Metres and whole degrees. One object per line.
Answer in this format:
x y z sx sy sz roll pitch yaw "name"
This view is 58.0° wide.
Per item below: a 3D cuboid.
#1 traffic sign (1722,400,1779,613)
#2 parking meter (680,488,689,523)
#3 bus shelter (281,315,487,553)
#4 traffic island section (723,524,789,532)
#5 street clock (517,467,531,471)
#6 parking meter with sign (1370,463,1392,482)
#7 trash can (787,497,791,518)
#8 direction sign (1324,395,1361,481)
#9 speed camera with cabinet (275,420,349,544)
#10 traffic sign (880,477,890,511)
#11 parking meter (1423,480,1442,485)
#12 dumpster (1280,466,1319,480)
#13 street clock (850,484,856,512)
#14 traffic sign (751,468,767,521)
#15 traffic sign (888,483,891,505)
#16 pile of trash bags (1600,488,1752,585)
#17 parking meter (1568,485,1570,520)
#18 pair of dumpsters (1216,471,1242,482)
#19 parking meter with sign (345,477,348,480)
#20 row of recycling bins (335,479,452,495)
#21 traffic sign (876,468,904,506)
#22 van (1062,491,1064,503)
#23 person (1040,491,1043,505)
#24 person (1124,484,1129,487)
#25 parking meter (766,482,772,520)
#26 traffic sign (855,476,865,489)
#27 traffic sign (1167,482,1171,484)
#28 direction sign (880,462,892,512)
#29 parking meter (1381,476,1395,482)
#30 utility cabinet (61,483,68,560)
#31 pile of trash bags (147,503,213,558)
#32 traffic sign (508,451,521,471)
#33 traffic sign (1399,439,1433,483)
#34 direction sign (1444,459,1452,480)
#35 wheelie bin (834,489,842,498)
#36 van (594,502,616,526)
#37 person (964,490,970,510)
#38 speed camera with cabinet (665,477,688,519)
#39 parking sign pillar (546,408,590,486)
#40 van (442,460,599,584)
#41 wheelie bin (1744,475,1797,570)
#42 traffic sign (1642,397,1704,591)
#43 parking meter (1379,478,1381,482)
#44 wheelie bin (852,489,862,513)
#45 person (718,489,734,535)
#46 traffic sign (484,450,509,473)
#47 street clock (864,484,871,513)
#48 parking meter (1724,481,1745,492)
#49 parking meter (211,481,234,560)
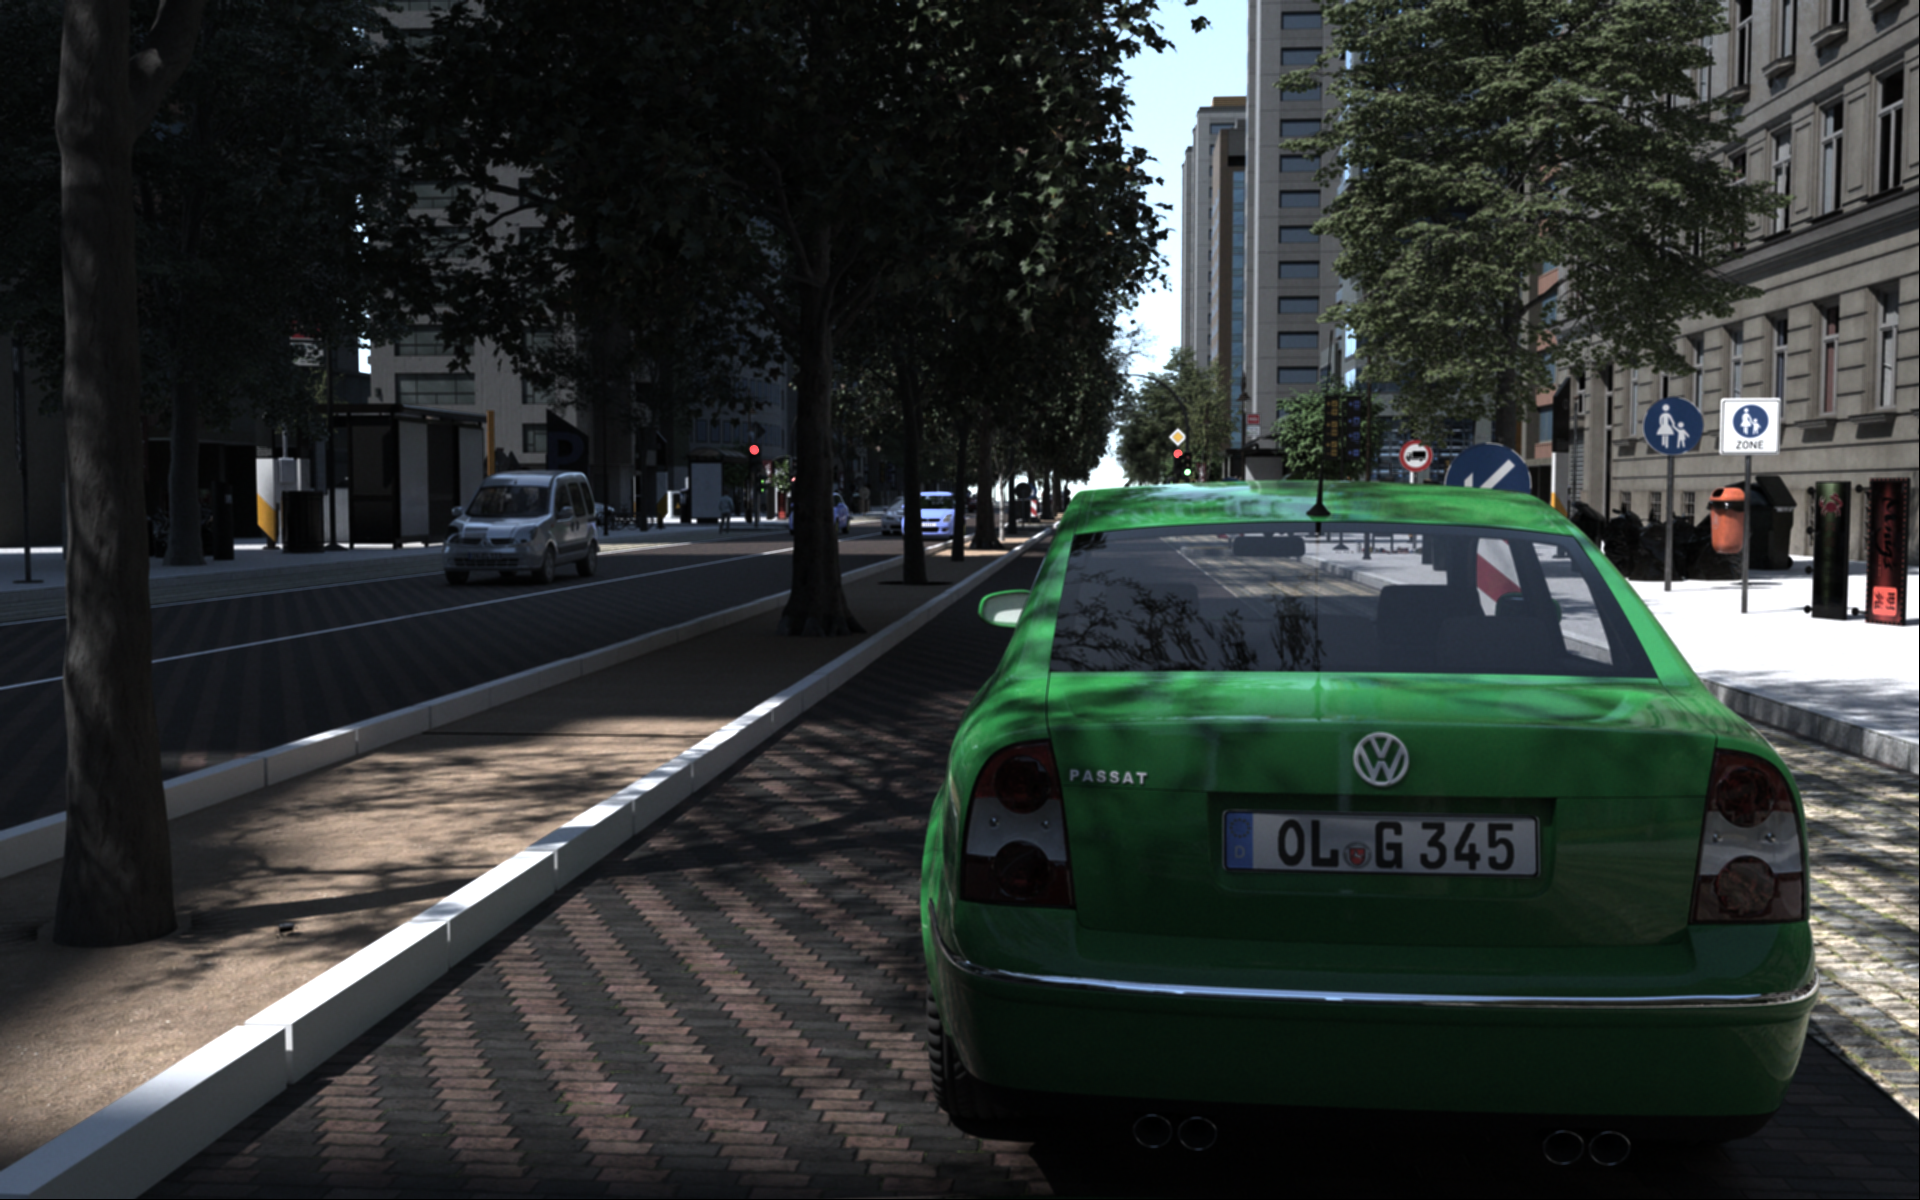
8.445 -1.006 18.582 0.606 2.300 0.079 0 4 8 "traffic sign"
-12.214 -4.180 76.751 0.372 1.533 0.369 0 3 0 "parking meter"
-13.770 -3.911 41.582 2.179 5.291 8.768 0 4 5 "bus shelter"
-7.893 -2.733 66.964 2.009 0.180 2.903 0 4 5 "traffic island section"
-11.711 -2.571 46.608 0.471 2.002 0.358 -1 4 -17 "street clock"
23.191 -6.143 96.698 1.738 3.016 0.543 1 4 17 "parking meter with sign"
-8.728 -4.822 90.497 0.748 1.137 0.748 0 3 0 "trash can"
8.790 -2.927 39.851 0.876 3.537 0.379 -1 4 -11 "direction sign"
-16.864 -3.094 44.920 2.038 3.252 0.660 -3 5 -42 "speed camera with cabinet"
-5.501 -7.750 126.812 0.768 2.556 0.104 1 4 14 "traffic sign"
8.644 -1.421 31.641 0.372 1.533 0.369 0 3 0 "parking meter"
10.499 -3.105 53.265 1.502 2.255 1.985 0 4 4 "dumpster"
-7.811 -7.438 126.188 0.358 2.002 0.471 -3 4 -36 "street clock"
-9.399 -4.948 81.006 0.768 2.556 0.104 1 4 10 "traffic sign"
-5.164 -7.871 128.798 0.768 2.556 0.104 0 4 5 "traffic sign"
10.821 -0.979 25.755 1.912 1.369 3.447 0 3 0 "pile of trash bags"
16.926 -2.460 48.632 0.372 1.533 0.369 0 3 0 "parking meter"
11.859 -4.503 76.115 1.574 2.255 4.437 0 4 5 "pair of dumpsters"
-27.824 -5.090 79.485 1.738 3.016 0.543 3 5 42 "parking meter with sign"
-15.671 -2.534 48.537 3.534 1.692 1.069 -2 4 -32 "row of recycling bins"
-5.355 -8.571 134.009 2.265 3.308 0.079 1 4 10 "traffic sign"
12.659 -13.194 222.724 2.013 2.044 4.112 0 4 3 "van"
11.391 -14.005 237.420 1.348 1.831 0.705 3 5 44 "person"
5.976 -3.259 61.967 0.419 1.800 0.721 1 4 12 "person"
-9.494 -4.927 86.263 0.255 1.863 0.399 -1 4 -13 "parking meter"
-7.127 -7.527 123.168 0.768 2.556 0.104 1 4 11 "traffic sign"
15.087 -7.532 123.251 0.768 2.556 0.104 1 4 14 "traffic sign"
-5.244 -7.977 122.413 0.876 3.537 0.379 0 4 3 "direction sign"
13.761 -3.048 55.539 0.255 1.863 0.399 2 4 26 "parking meter"
-17.174 -1.545 33.942 0.318 1.500 1.173 0 4 -4 "utility cabinet"
-17.015 -1.603 35.965 3.447 1.369 1.912 1 4 16 "pile of trash bags"
-13.457 -3.179 51.980 0.884 2.594 0.081 1 4 10 "traffic sign"
10.589 -2.457 40.273 0.768 2.556 0.104 1 4 14 "traffic sign"
31.455 -7.276 110.967 0.876 3.537 0.379 0 4 6 "direction sign"
-8.265 -6.626 116.238 0.693 1.594 0.980 0 4 6 "wheelie bin"
-16.153 -3.905 70.854 4.112 2.044 2.013 0 4 5 "van"
0.633 -9.184 158.522 0.599 1.838 0.709 1 4 20 "person"
-14.620 -5.942 91.488 0.660 3.252 2.038 3 5 44 "speed camera with cabinet"
-12.305 -4.029 54.347 1.447 3.967 1.447 0 4 -5 "parking sign pillar"
-7.287 -1.339 28.912 2.013 2.044 4.112 0 4 3 "van"
13.719 -1.320 29.488 0.980 1.594 0.693 -2 4 -30 "wheelie bin"
9.343 -1.387 22.783 0.768 2.556 0.104 0 4 7 "traffic sign"
15.696 -3.568 64.046 0.399 1.863 0.255 0 4 7 "parking meter"
-6.898 -6.625 116.227 0.693 1.594 0.980 -1 4 -14 "wheelie bin"
-8.129 -3.052 60.216 0.589 1.601 0.330 1 4 19 "person"
-13.543 -3.091 50.637 0.768 2.556 0.104 0 4 8 "traffic sign"
-6.390 -7.061 120.017 0.471 2.002 0.358 0 4 -4 "street clock"
14.867 -1.521 33.278 0.372 1.533 0.369 0 3 0 "parking meter"
-14.361 -1.549 33.738 0.372 1.533 0.369 0 3 0 "parking meter"
